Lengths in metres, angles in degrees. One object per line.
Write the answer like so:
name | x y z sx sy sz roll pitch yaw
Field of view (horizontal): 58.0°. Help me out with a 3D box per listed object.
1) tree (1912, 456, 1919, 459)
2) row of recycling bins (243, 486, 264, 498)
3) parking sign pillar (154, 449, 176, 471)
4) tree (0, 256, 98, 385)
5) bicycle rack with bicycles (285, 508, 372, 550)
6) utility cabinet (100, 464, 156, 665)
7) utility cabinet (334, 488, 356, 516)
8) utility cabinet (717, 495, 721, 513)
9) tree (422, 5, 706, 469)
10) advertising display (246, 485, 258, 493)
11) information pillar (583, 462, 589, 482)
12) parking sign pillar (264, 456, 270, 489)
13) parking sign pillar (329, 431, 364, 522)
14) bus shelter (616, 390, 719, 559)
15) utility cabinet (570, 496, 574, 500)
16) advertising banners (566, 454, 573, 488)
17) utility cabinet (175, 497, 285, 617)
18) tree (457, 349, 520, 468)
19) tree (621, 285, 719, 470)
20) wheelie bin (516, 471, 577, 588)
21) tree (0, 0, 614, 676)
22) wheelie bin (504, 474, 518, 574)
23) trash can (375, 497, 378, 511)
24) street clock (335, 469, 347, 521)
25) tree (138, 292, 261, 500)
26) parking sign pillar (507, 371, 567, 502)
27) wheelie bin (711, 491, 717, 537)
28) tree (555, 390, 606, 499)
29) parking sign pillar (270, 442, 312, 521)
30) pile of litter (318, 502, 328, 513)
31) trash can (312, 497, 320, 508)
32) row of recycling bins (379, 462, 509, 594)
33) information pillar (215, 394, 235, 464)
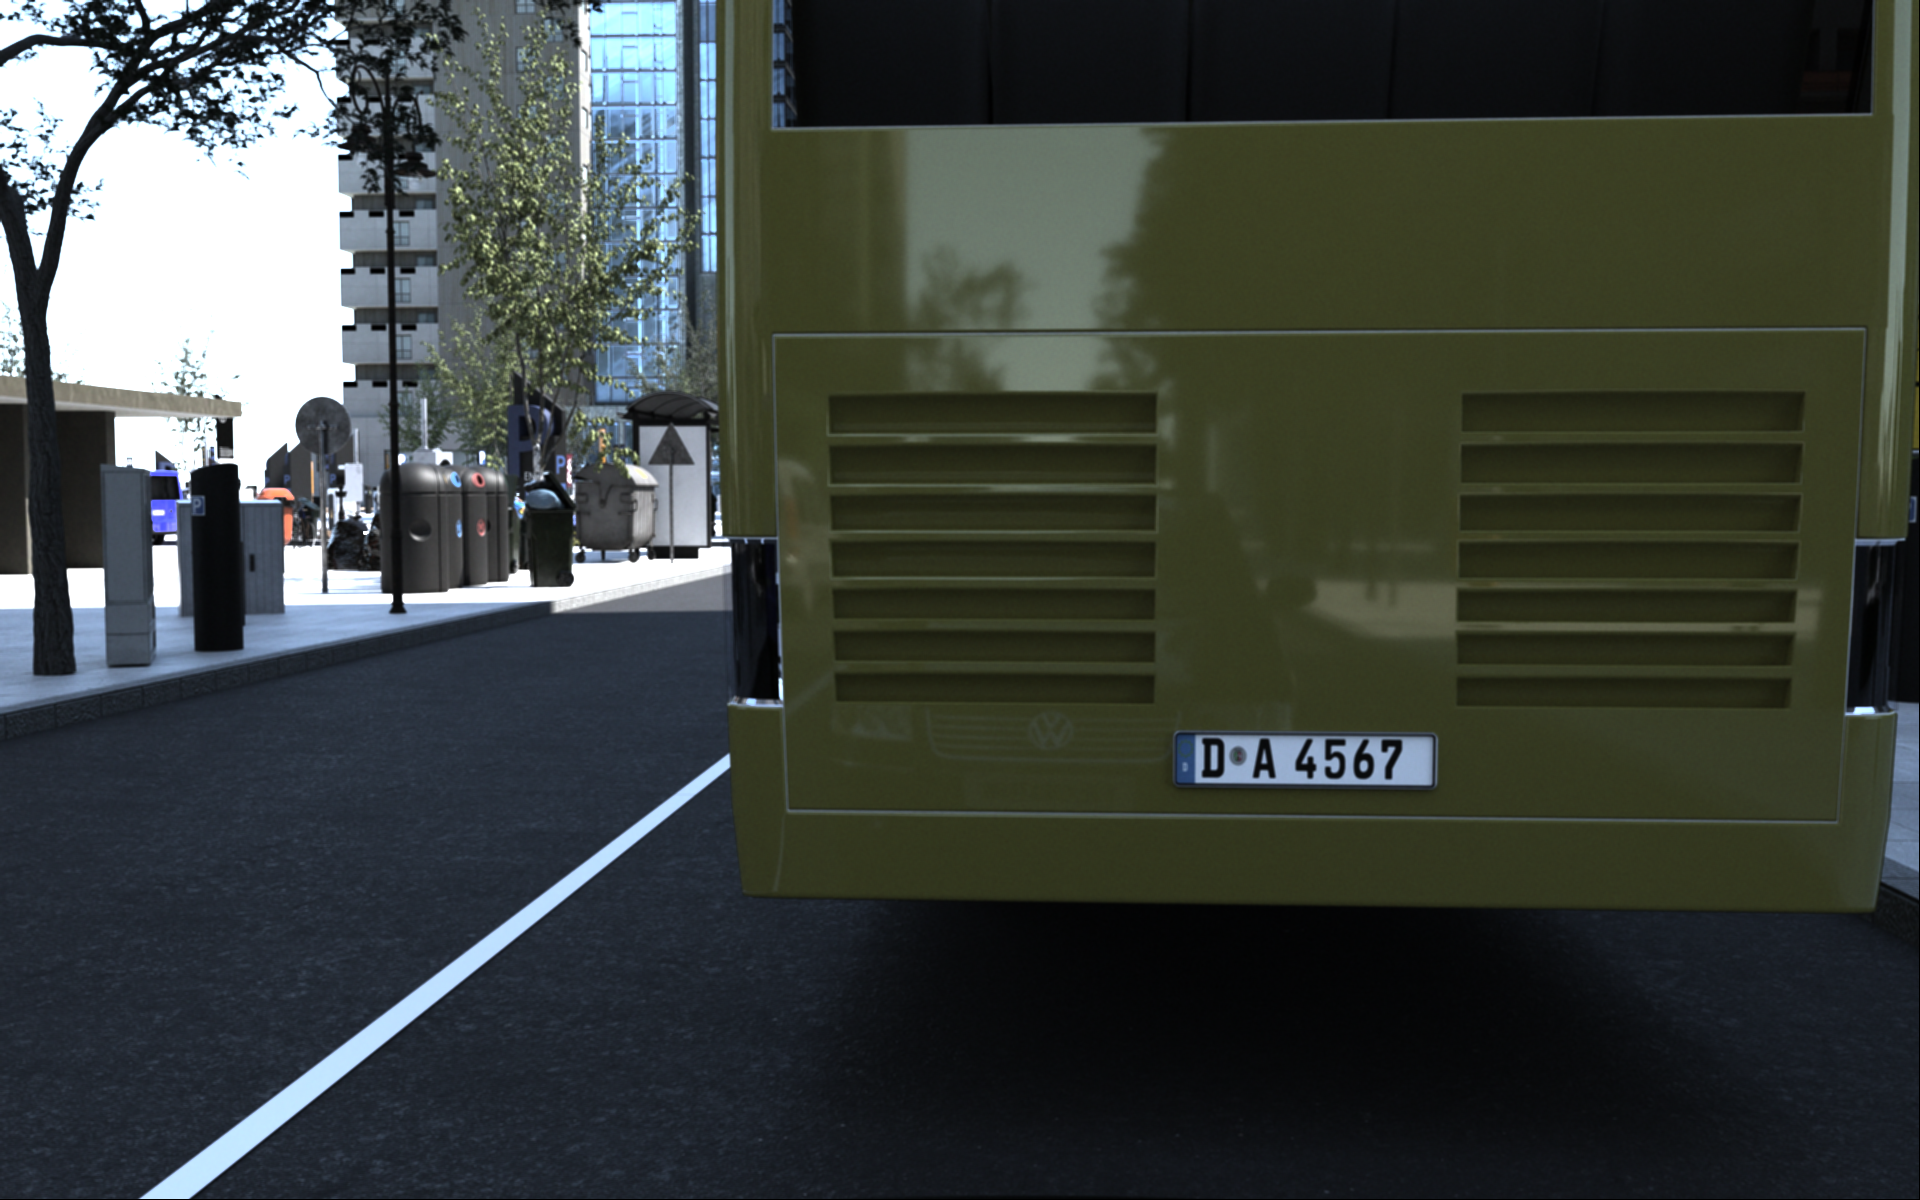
tree | 15.902 -2.743 28.562 4.285 4.588 4.351 0 3 0
row of recycling bins | -38.693 -5.264 93.176 3.534 1.692 1.069 -1 4 -15
parking sign pillar | -47.911 -7.106 104.652 1.447 3.967 1.447 2 4 31
tree | -28.576 -6.250 52.543 4.360 8.622 3.978 0 3 0
bicycle rack with bicycles | -15.035 -1.669 40.674 2.852 0.926 2.925 0 4 1
utility cabinet | -6.367 -0.283 13.305 0.318 1.500 1.173 -1 4 -23
utility cabinet | -23.881 -3.592 67.415 0.318 1.500 1.173 1 4 13
utility cabinet | -16.096 -6.421 116.142 0.306 1.237 1.020 -1 4 -14
tree | -6.350 -4.661 26.563 4.737 8.622 4.395 0 3 0
advertising display | -49.859 -7.143 122.002 0.123 1.923 0.974 1 4 21
information pillar | -26.892 -8.153 124.659 0.504 3.616 0.183 -2 4 -27
parking sign pillar | -34.995 -6.129 88.681 1.447 3.967 1.447 2 4 24
parking sign pillar | -26.091 -5.197 73.440 1.447 3.967 1.447 2 4 27
bus shelter | -5.542 -2.613 36.653 2.014 3.302 5.546 0 4 4
utility cabinet | -15.462 -3.458 67.694 0.306 1.237 1.020 1 4 14
advertising banners | -17.151 -4.775 74.257 0.090 3.025 2.074 1 4 20
utility cabinet | -7.757 -0.444 18.423 1.020 1.237 0.306 -2 4 -31
tree | -23.198 -8.326 86.497 4.360 8.622 3.978 0 3 0
tree | -9.291 -6.733 60.448 4.360 8.622 3.978 0 3 0
wheelie bin | -5.671 -0.979 23.915 0.693 1.594 0.980 -1 4 -20
tree | -6.474 -4.769 12.382 8.767 10.594 7.601 0 4 -7
wheelie bin | -7.452 -1.219 27.834 0.980 1.594 0.693 0 4 -2
trash can | -24.503 -3.792 73.652 0.748 1.137 0.748 0 3 0
street clock | -17.938 -2.791 50.210 0.358 2.002 0.471 -1 4 -18
tree | -28.273 -6.943 63.885 4.360 8.622 3.978 0 3 0
parking sign pillar | -9.229 -3.015 37.763 1.447 3.967 1.447 2 4 25
wheelie bin | -7.729 -2.712 52.248 0.693 1.594 0.980 -2 4 -24
tree | -26.137 -10.216 117.393 4.360 8.622 3.978 0 3 0
parking sign pillar | -29.342 -5.397 76.719 1.447 3.967 1.447 1 4 21
pile of litter | -42.596 -6.199 115.320 1.176 0.858 1.719 3 5 40
trash can | -36.016 -5.253 97.542 0.748 1.137 0.748 0 3 0
row of recycling bins | -7.102 -1.025 23.878 1.069 1.692 3.534 0 4 2
information pillar | -17.272 -3.020 40.724 0.183 3.616 0.504 1 4 22
